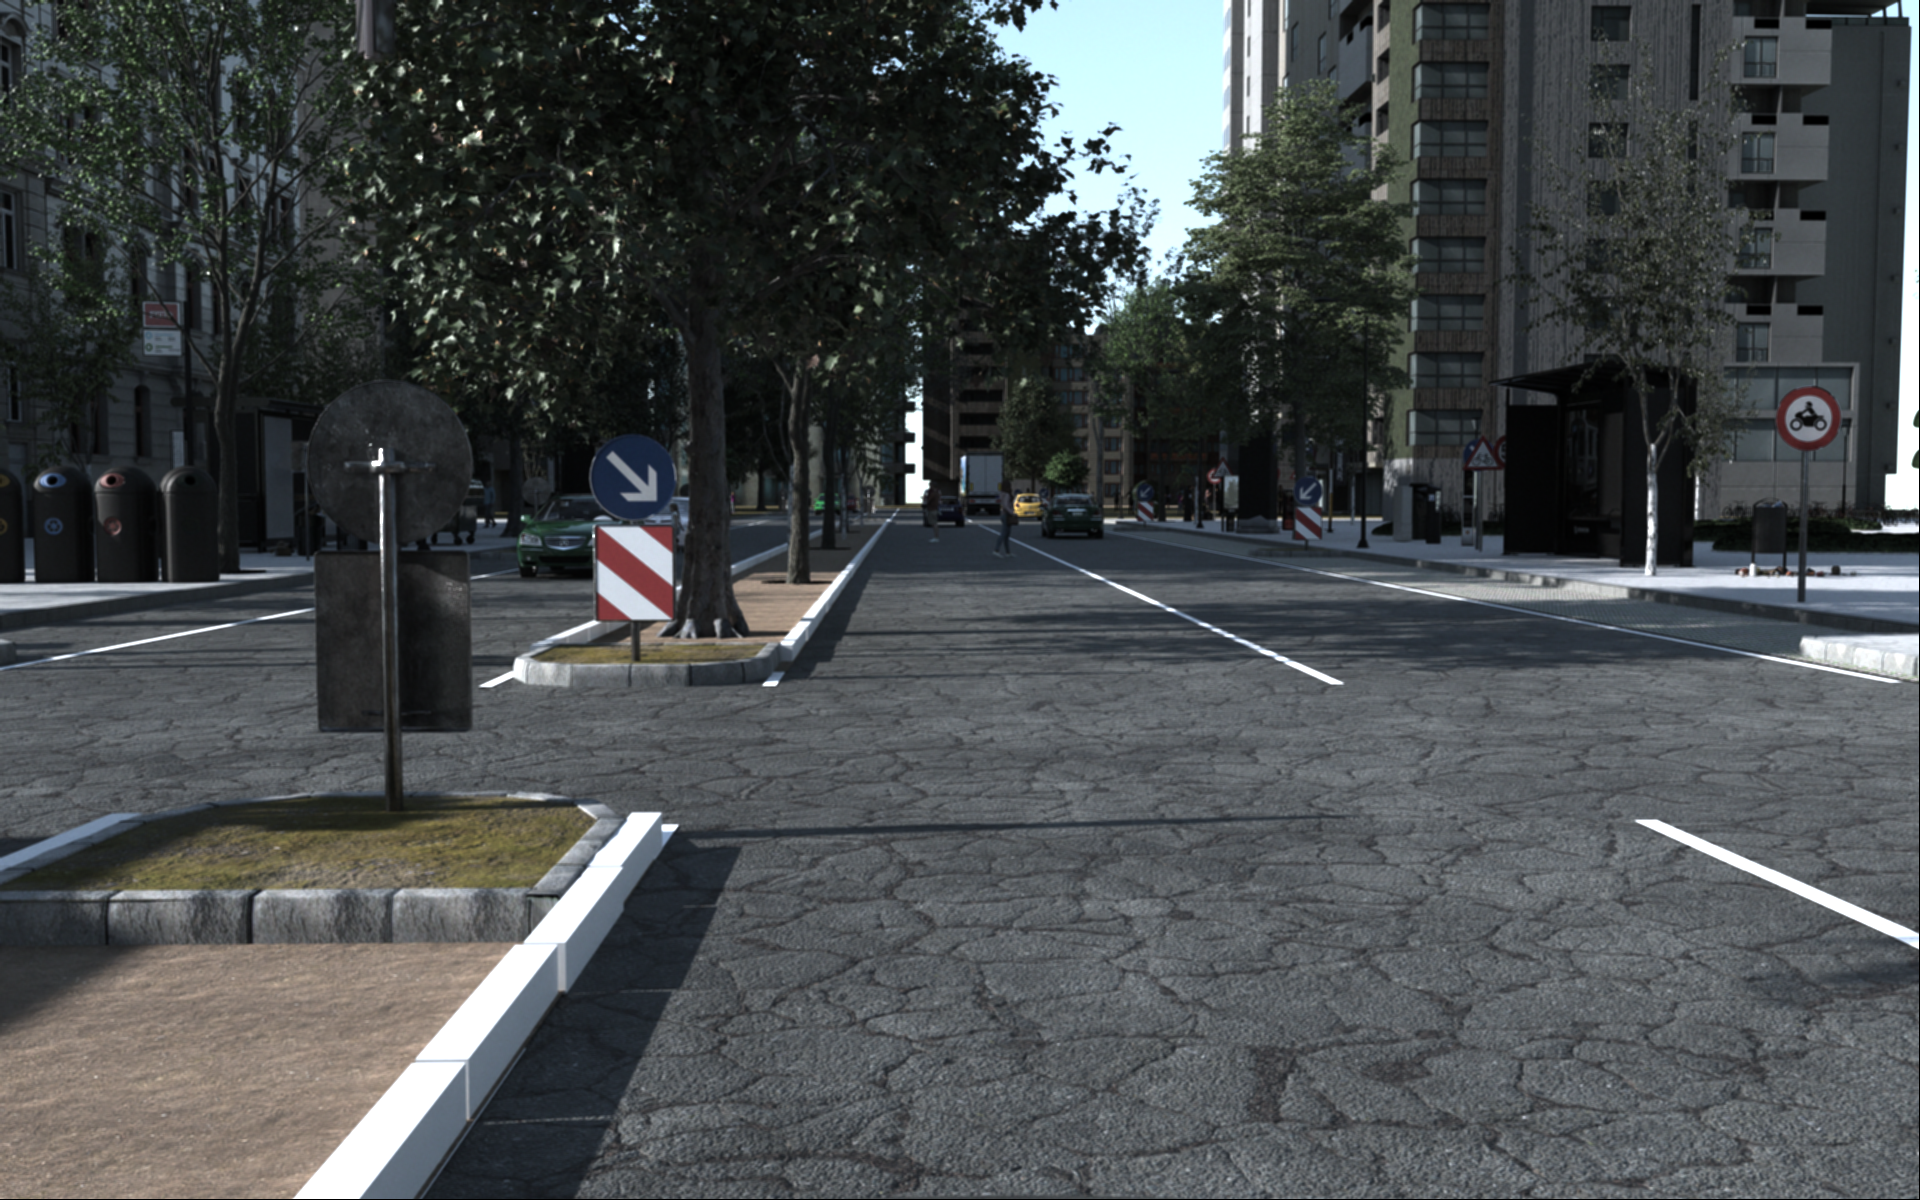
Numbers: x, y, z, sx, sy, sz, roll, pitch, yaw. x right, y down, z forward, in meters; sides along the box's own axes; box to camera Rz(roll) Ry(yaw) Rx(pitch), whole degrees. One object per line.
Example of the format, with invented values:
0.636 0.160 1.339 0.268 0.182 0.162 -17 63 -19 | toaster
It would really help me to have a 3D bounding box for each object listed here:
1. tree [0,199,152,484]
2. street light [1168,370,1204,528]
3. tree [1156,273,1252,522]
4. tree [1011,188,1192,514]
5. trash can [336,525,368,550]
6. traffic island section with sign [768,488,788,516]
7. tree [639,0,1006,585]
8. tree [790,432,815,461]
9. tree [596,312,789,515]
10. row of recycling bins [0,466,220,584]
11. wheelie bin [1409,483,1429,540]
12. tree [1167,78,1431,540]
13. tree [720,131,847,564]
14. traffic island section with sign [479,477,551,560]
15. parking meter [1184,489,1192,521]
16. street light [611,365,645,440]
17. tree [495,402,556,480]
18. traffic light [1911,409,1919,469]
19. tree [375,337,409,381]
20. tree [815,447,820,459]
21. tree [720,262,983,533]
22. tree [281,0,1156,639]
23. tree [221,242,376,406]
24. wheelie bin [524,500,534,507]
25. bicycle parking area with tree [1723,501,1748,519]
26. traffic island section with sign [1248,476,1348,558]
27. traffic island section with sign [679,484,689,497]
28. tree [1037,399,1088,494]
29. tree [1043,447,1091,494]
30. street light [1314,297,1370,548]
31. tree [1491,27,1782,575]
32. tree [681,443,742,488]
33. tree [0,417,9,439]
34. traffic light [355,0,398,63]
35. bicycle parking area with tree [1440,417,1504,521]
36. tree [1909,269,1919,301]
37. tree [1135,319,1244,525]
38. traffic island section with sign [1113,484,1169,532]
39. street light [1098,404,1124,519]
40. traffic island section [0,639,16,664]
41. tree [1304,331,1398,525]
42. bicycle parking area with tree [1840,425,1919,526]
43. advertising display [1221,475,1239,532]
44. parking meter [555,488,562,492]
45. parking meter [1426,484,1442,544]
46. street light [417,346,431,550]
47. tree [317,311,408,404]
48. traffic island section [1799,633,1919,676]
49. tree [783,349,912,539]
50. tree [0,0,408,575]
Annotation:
-21.737 -5.640 42.577 4.737 8.622 4.395 0 3 0 | tree
8.493 -5.653 64.974 1.470 5.913 1.316 0 4 -2 | street light
9.543 -9.459 80.403 9.928 11.665 9.643 0 3 0 | tree
9.996 -15.258 105.353 12.611 20.169 13.585 0 3 0 | tree
-12.552 -1.474 35.746 0.748 1.137 0.748 0 3 0 | trash can
-11.733 -6.548 115.693 1.989 1.847 2.006 0 4 -2 | traffic island section with sign
-2.456 -6.052 27.163 9.928 11.665 9.643 0 3 0 | tree
-14.525 -10.648 108.514 8.767 10.594 7.601 -1 4 -20 | tree
-13.354 -8.745 77.400 7.601 10.594 8.767 -3 5 -40 | tree
-12.635 -1.107 25.206 3.534 1.692 1.069 0 4 -7 | row of recycling bins
12.988 -2.506 48.876 0.980 1.594 0.693 -1 4 -22 | wheelie bin
9.247 -7.941 47.954 7.486 12.596 7.792 0 3 0 | tree
-3.446 -5.033 35.113 4.360 8.622 3.978 0 3 0 | tree
-9.484 -1.831 38.570 1.989 1.847 2.006 0 4 -2 | traffic island section with sign
10.705 -4.464 81.403 0.372 1.533 0.369 0 3 0 | parking meter
-11.869 -5.464 61.877 1.470 5.913 1.316 0 4 -2 | street light
-21.371 -8.281 85.751 4.360 8.622 3.978 0 3 0 | tree
8.402 -1.556 14.357 0.839 4.253 0.868 0 4 -2 | traffic light
-23.340 -7.036 65.406 4.737 8.622 4.395 0 3 0 | tree
-15.909 -13.363 152.898 7.601 10.594 8.767 -3 5 -42 | tree
-4.250 -9.218 63.539 12.009 13.543 11.850 0 3 0 | tree
-2.560 -5.982 17.273 9.611 12.733 9.660 0 3 0 | tree
-20.408 -6.167 51.191 4.737 8.622 4.395 0 3 0 | tree
-16.531 -3.534 65.683 0.980 1.594 0.693 -3 5 -44 | wheelie bin
39.608 -6.081 86.429 9.016 4.147 8.231 -2 4 -25 | bicycle parking area with tree
7.704 -1.905 39.768 1.989 1.847 2.006 0 4 -2 | traffic island section with sign
-10.271 -3.479 65.514 1.989 1.847 2.006 0 4 -2 | traffic island section with sign
8.015 -11.289 134.943 4.737 8.622 4.395 0 3 0 | tree
7.523 -8.421 121.398 4.285 4.588 4.351 0 3 0 | tree
9.060 -4.190 41.052 1.470 5.913 1.316 0 4 -2 | street light
10.722 -4.685 26.967 4.360 8.622 3.978 0 3 0 | tree
-13.871 -6.916 96.796 4.285 4.588 4.351 0 3 0 | tree
-12.677 -1.626 21.184 1.663 3.219 1.824 0 3 0 | tree
-6.963 -2.401 13.930 4.771 5.953 1.251 0 4 -2 | traffic light
21.673 -4.703 63.902 8.231 4.147 9.016 2 4 35 | bicycle parking area with tree
20.498 -5.022 32.476 4.737 8.622 4.395 0 3 0 | tree
9.677 -7.470 72.492 4.737 8.622 4.395 0 3 0 | tree
6.926 -3.553 66.712 1.989 1.847 2.006 0 4 -2 | traffic island section with sign
7.757 -7.133 89.165 1.470 5.913 1.316 0 4 -2 | street light
-9.092 0.508 13.968 2.009 0.180 2.903 0 4 -2 | traffic island section
16.071 -7.422 71.715 4.360 8.622 3.978 0 3 0 | tree
39.380 -5.237 72.623 8.231 4.147 9.016 0 4 0 | bicycle parking area with tree
9.194 -3.281 58.852 0.123 1.923 0.974 3 5 44 | advertising display
-16.176 -3.737 69.518 0.372 1.533 0.369 0 3 0 | parking meter
12.256 -2.226 44.806 0.372 1.533 0.369 0 3 0 | parking meter
-11.262 -4.001 37.955 1.470 5.913 1.316 0 4 -2 | street light
-24.210 -7.322 70.083 4.360 8.622 3.978 0 3 0 | tree
8.442 0.478 14.473 2.009 0.180 2.903 0 4 -2 | traffic island section
-3.595 -6.180 53.867 4.737 8.622 4.395 0 3 0 | tree
-11.727 -6.233 27.666 9.928 11.665 9.643 0 3 0 | tree
